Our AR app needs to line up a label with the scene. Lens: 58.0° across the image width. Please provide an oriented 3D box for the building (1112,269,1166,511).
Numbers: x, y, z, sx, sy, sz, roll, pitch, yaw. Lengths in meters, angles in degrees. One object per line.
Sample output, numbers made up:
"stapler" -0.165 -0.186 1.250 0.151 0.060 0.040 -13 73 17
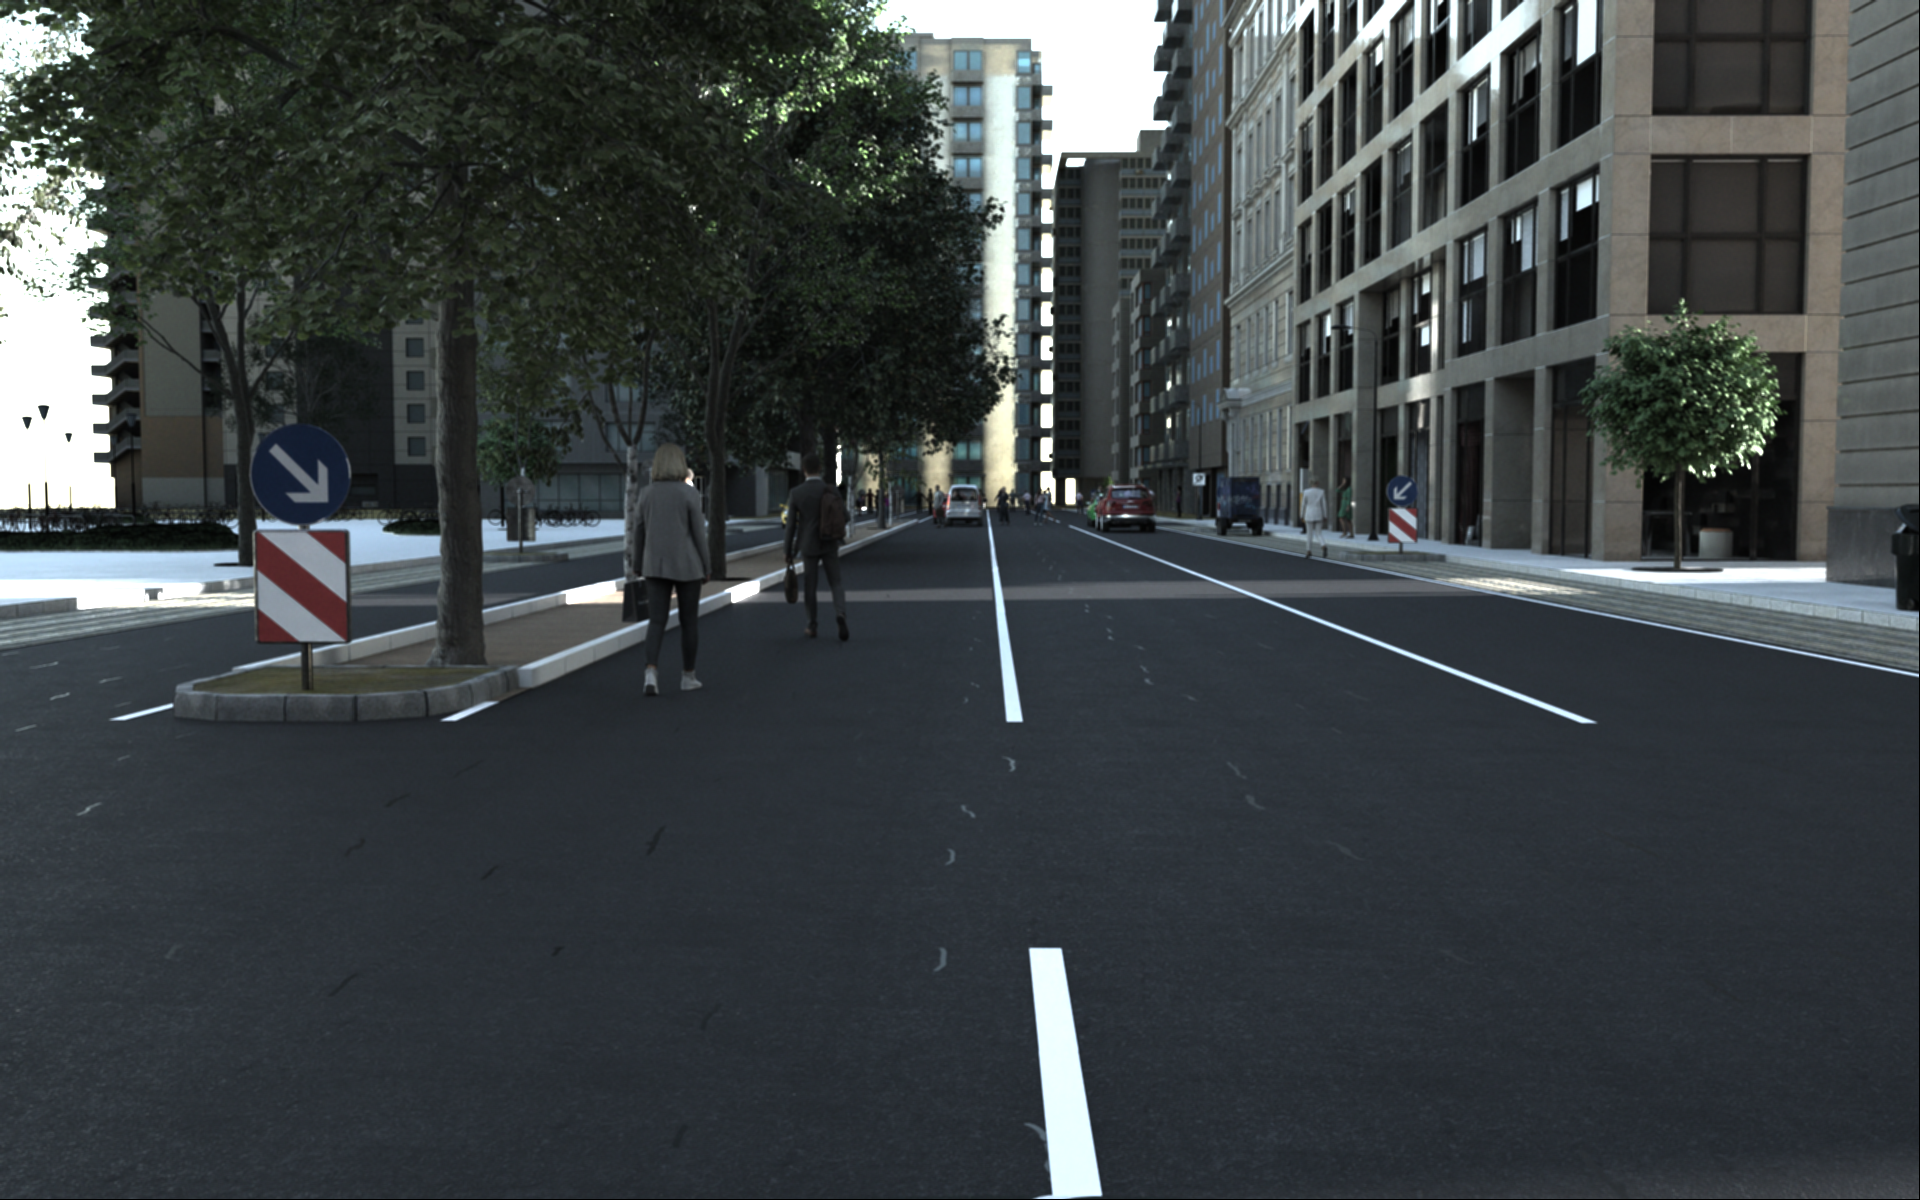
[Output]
"building" 27.847 -18.503 147.562 27.650 21.520 28.899 0 4 1

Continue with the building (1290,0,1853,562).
"building" 22.109 -14.953 49.001 19.350 26.468 34.151 0 4 1

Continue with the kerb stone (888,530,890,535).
"kerb stone" -2.540 -2.211 58.339 0.120 0.150 1.000 0 4 1

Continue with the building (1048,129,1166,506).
"building" 21.865 -30.281 186.983 23.993 40.220 32.217 0 4 1

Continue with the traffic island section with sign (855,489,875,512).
"traffic island section with sign" -7.944 -8.096 140.993 1.989 1.847 2.006 0 4 1

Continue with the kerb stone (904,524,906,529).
"kerb stone" -2.372 -2.901 69.621 0.120 0.150 1.000 0 4 1

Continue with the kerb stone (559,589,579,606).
"kerb stone" -5.167 -0.019 22.499 0.120 0.150 1.000 0 4 1

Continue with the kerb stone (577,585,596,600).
"kerb stone" -5.154 -0.080 23.521 0.120 0.150 1.000 0 4 1

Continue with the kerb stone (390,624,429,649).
"kerb stone" -5.256 0.359 16.332 0.120 0.150 1.000 0 4 1

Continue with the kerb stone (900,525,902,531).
"kerb stone" -2.425 -2.712 66.540 0.120 0.150 1.000 0 4 1

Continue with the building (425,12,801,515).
"building" -22.039 -29.907 112.679 21.300 48.544 21.600 0 4 1

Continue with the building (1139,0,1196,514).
"building" 24.759 -30.371 116.172 23.786 49.044 30.456 0 4 1

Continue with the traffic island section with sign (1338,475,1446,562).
"traffic island section with sign" 9.266 -1.762 37.431 1.989 1.847 2.006 0 4 1

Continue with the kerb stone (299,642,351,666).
"kerb stone" -5.287 0.484 14.288 0.120 0.150 1.000 0 4 1

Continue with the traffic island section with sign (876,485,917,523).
"traffic island section with sign" -3.165 -4.823 86.998 2.006 1.907 1.989 0 4 1

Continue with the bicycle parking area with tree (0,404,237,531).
"bicycle parking area with tree" -31.757 -4.636 62.806 8.231 4.147 9.016 3 4 36

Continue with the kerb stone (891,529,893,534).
"kerb stone" -2.515 -2.336 60.384 0.120 0.150 1.000 0 4 1

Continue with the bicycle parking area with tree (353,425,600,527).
"bicycle parking area with tree" -19.217 -5.088 70.186 9.016 4.147 8.231 -1 4 -12

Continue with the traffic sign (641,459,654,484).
"traffic sign" -11.097 -3.803 62.289 0.768 2.556 0.104 0 4 4

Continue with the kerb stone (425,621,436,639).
"kerb stone" -5.246 0.297 17.359 0.120 0.150 1.000 0 4 1

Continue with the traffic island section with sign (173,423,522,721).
"traffic island section with sign" -4.257 -0.228 11.867 2.006 1.907 1.989 0 4 1

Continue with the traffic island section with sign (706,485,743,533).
"traffic island section with sign" -9.068 -3.381 63.905 1.989 1.847 2.006 0 4 1

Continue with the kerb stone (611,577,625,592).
"kerb stone" -5.115 -0.206 25.571 0.120 0.150 1.000 0 4 1

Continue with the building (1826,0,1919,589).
"building" 24.728 -13.537 18.600 25.104 27.353 12.463 0 4 1

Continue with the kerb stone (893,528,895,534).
"kerb stone" -2.488 -2.393 61.417 0.120 0.150 1.000 0 4 1

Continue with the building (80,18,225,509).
"building" -67.940 -30.930 155.822 14.200 45.320 14.600 0 4 1

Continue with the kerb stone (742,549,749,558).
"kerb stone" -4.930 -1.021 38.887 0.120 0.150 1.000 0 4 1

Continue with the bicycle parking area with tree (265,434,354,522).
"bicycle parking area with tree" -32.959 -5.941 84.136 9.016 4.147 8.231 1 4 14

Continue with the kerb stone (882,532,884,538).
"kerb stone" -2.588 -2.023 55.267 0.120 0.150 1.000 0 4 1

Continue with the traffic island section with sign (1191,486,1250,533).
"traffic island section with sign" 9.654 -3.410 64.384 1.989 1.847 2.006 0 4 1

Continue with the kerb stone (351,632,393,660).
"kerb stone" -5.268 0.421 15.310 0.120 0.150 1.000 0 4 1

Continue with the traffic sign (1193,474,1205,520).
"traffic sign" 11.683 -5.048 84.665 0.606 2.300 0.079 0 4 5

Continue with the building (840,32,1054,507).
"building" -5.624 -34.436 182.630 30.456 49.044 23.786 0 4 1

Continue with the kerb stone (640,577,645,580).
"kerb stone" -5.093 -0.330 27.617 0.120 0.150 1.000 0 4 1

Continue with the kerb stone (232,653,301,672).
"kerb stone" -5.296 0.546 13.265 0.120 0.150 1.000 0 4 1

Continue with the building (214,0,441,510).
"building" -50.584 -43.625 151.524 20.611 71.187 20.563 0 4 1

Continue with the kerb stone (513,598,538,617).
"kerb stone" -5.198 0.108 20.436 0.120 0.150 1.000 0 4 1

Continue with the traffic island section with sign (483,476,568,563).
"traffic island section with sign" -9.466 -1.732 36.952 1.989 1.847 2.006 0 4 1

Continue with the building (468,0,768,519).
"building" -18.479 -25.114 94.213 14.154 41.232 14.086 0 4 1

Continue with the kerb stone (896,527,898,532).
"kerb stone" -2.458 -2.524 63.469 0.120 0.150 1.000 0 4 1

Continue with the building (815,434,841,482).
"building" -25.852 -18.590 148.988 28.899 21.520 27.650 0 4 1

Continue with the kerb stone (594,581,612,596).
"kerb stone" -5.141 -0.142 24.546 0.120 0.150 1.000 0 4 1

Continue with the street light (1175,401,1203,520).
"street light" 11.391 -6.947 86.120 1.470 5.913 1.316 0 4 1

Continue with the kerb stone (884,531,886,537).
"kerb stone" -2.573 -2.086 56.294 0.120 0.150 1.000 0 4 1

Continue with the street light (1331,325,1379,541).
"street light" 10.880 -4.596 47.691 1.470 5.913 1.316 0 4 1

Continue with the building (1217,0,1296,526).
"building" 19.493 -17.765 76.369 13.634 28.700 20.117 0 4 1

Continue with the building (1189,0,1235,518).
"building" 20.334 -27.153 94.061 14.600 45.320 14.200 0 4 1

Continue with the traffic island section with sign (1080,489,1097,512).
"traffic island section with sign" 10.785 -8.116 141.329 1.989 1.847 2.006 0 4 1

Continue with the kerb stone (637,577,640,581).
"kerb stone" -5.110 -0.267 26.593 0.120 0.150 1.000 0 4 1

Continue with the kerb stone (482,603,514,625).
"kerb stone" -5.218 0.171 19.405 0.120 0.150 1.000 0 4 1

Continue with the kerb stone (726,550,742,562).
"kerb stone" -4.945 -0.957 37.865 0.120 0.150 1.000 0 4 1

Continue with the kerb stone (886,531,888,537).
"kerb stone" -2.555 -2.144 57.317 0.120 0.150 1.000 0 4 1

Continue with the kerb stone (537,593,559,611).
"kerb stone" -5.185 0.044 21.470 0.120 0.150 1.000 0 4 1
